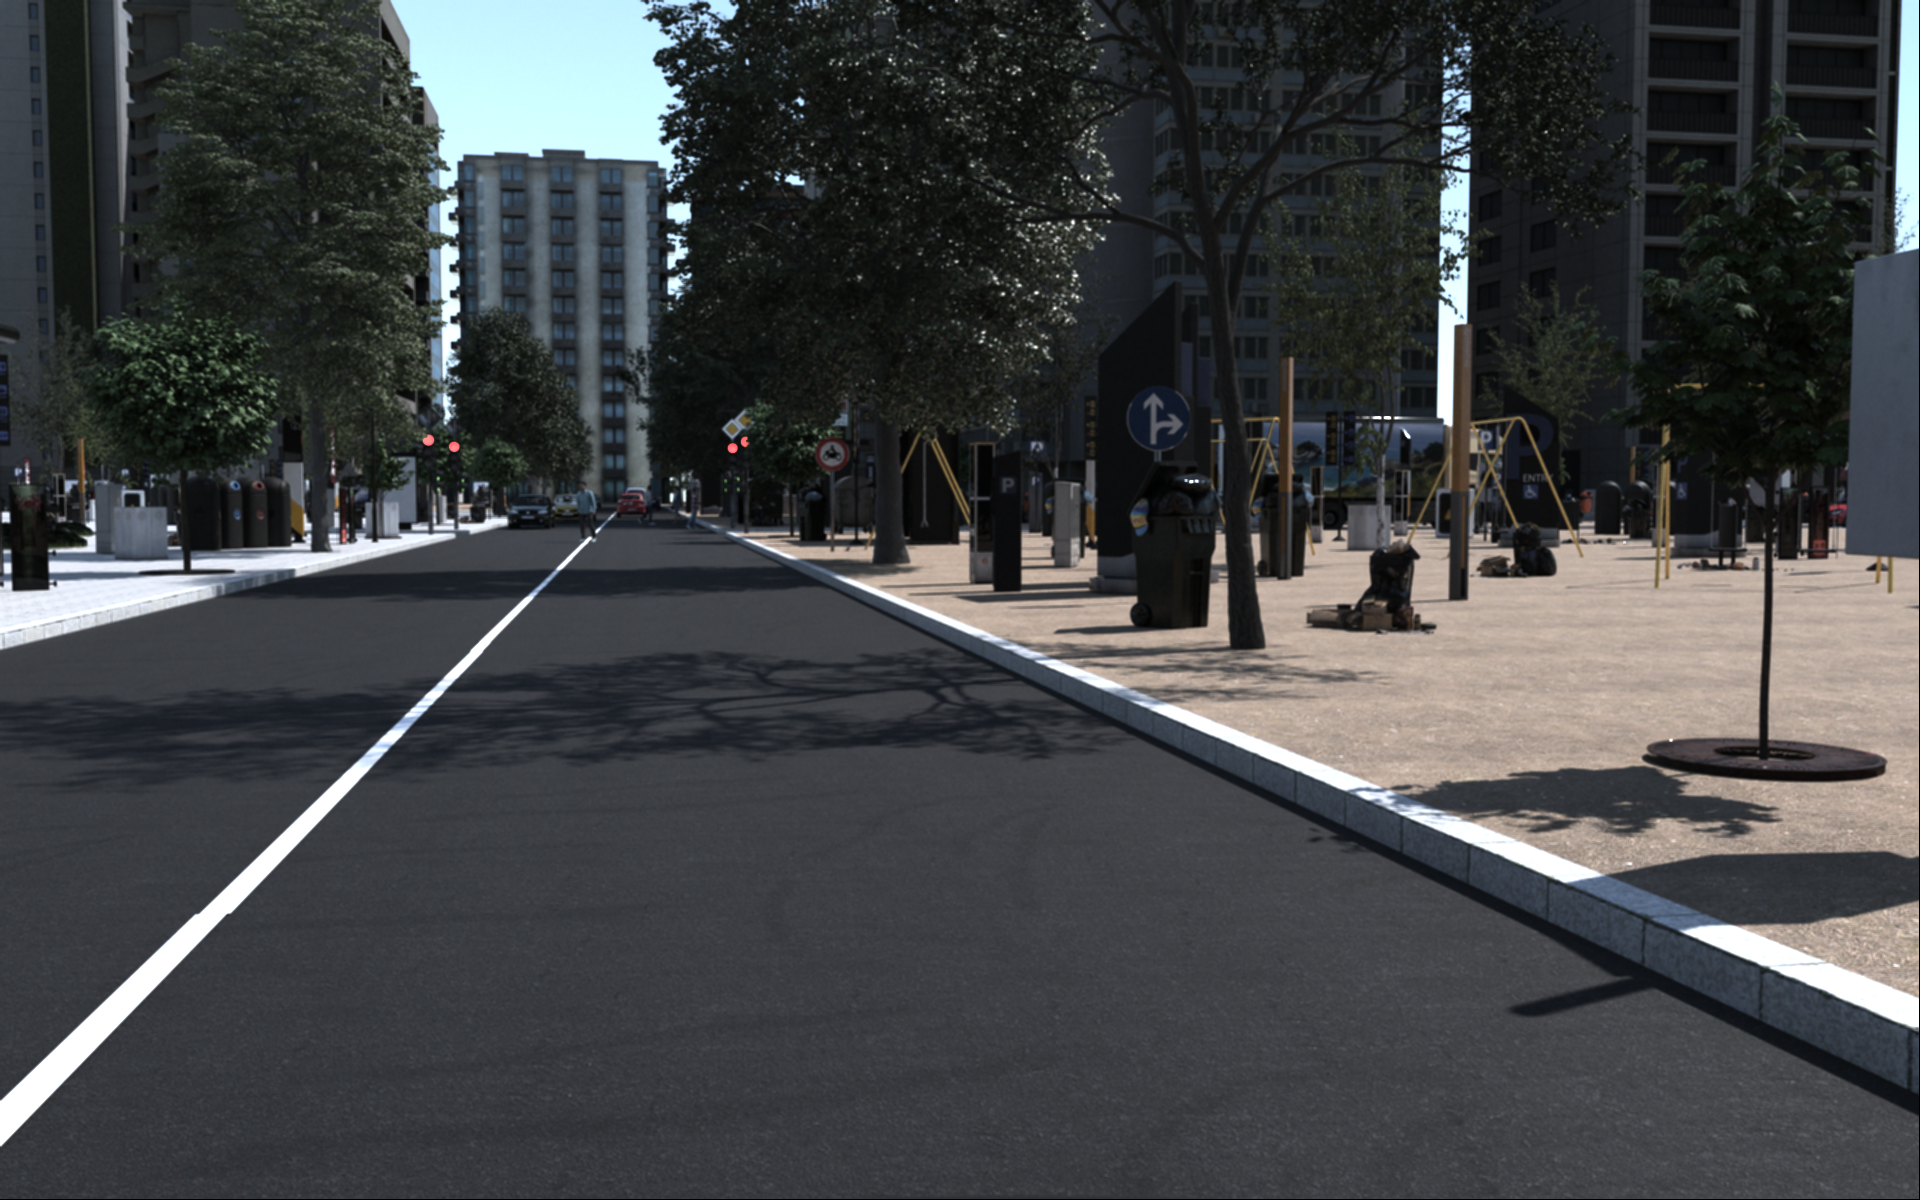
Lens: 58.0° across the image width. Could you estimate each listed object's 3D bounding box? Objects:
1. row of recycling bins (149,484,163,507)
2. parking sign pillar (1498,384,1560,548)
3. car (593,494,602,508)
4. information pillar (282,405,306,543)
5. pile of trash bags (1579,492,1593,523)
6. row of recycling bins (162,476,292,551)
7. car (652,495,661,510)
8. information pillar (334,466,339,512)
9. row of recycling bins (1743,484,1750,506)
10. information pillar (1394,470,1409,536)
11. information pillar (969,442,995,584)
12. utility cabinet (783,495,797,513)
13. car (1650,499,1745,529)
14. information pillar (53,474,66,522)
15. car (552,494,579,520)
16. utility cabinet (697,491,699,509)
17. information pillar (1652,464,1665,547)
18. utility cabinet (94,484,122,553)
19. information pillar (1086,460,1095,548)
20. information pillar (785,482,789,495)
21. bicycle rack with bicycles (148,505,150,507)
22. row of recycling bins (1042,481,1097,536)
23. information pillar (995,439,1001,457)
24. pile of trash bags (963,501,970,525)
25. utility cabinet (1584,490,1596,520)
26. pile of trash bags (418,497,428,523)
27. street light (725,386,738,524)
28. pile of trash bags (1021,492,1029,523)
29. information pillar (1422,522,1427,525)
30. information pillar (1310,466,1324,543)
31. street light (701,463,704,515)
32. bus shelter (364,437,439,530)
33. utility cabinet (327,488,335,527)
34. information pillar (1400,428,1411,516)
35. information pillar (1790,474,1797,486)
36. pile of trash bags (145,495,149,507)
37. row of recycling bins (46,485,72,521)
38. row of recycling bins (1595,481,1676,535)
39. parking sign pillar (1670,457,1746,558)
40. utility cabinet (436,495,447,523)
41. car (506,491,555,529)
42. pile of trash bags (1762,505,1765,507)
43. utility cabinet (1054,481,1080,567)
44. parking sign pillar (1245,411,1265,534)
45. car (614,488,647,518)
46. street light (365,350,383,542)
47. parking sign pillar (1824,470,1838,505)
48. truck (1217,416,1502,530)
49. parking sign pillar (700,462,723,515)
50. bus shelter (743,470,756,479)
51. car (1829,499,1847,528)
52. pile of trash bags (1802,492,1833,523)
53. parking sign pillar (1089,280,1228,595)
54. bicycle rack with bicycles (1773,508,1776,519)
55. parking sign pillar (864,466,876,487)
[{"bbox_3d":[-32.632,-3.973,72.064,3.534,1.692,1.069,3,5,39],"label":"row of recycling bins"},{"bbox_3d":[13.838,-3.275,42.018,1.447,3.967,1.447,1,4,14],"label":"parking sign pillar"},{"bbox_3d":[-39.035,-10.517,183.755,2.131,1.459,4.920,-1,4,-10],"label":"car"},{"bbox_3d":[-17.445,-3.302,45.350,0.504,3.616,0.183,-1,4,-9],"label":"information pillar"},{"bbox_3d":[26.560,-4.075,76.373,3.447,1.369,1.912,-2,4,-27],"label":"pile of trash bags"},{"bbox_3d":[-17.061,-2.060,40.791,1.069,1.692,3.534,1,4,13],"label":"row of recycling bins"},{"bbox_3d":[-27.377,-8.599,153.166,1.945,1.354,3.894,-1,4,-11],"label":"car"},{"bbox_3d":[-44.213,-8.041,122.829,0.183,3.616,0.504,0,4,7],"label":"information pillar"},{"bbox_3d":[33.240,-4.035,73.082,1.069,1.692,3.534,2,4,28],"label":"row of recycling bins"},{"bbox_3d":[13.525,-2.972,53.087,0.304,2.012,0.304,-3,5,-42],"label":"information pillar"},{"bbox_3d":[0.317,-1.238,24.739,0.304,2.012,0.304,-1,4,-15],"label":"information pillar"},{"bbox_3d":[-11.679,-6.576,118.676,1.020,1.237,0.306,-2,4,-24],"label":"utility cabinet"},{"bbox_3d":[28.697,-3.548,67.045,4.494,1.783,2.155,-1,4,-12],"label":"car"},{"bbox_3d":[-32.539,-3.553,62.585,0.304,2.012,0.304,3,4,36],"label":"information pillar"},{"bbox_3d":[-19.488,-4.635,86.006,2.015,1.641,3.980,-1,4,-12],"label":"car"},{"bbox_3d":[-20.389,-7.780,135.877,0.318,1.500,1.173,1,4,23],"label":"utility cabinet"},{"bbox_3d":[16.910,-2.281,41.782,0.304,2.012,0.304,0,4,4],"label":"information pillar"},{"bbox_3d":[-18.473,-1.766,37.560,0.318,1.500,1.173,-1,4,-15],"label":"utility cabinet"},{"bbox_3d":[3.140,-3.075,41.626,0.183,3.616,0.504,-1,4,-13],"label":"information pillar"},{"bbox_3d":[-12.852,-8.418,128.993,0.183,3.616,0.504,-3,5,-41],"label":"information pillar"},{"bbox_3d":[-57.408,-6.773,124.128,2.852,0.926,2.925,-3,5,-43],"label":"bicycle rack with bicycles"},{"bbox_3d":[4.100,-2.833,53.437,3.534,1.692,1.069,-2,4,-34],"label":"row of recycling bins"},{"bbox_3d":[1.537,-5.052,73.958,0.504,3.616,0.183,-1,4,-14],"label":"information pillar"},{"bbox_3d":[-1.339,-3.805,71.957,3.447,1.369,1.912,0,4,-6],"label":"pile of trash bags"},{"bbox_3d":[31.425,-4.696,85.458,1.173,1.500,0.318,2,4,35],"label":"utility cabinet"},{"bbox_3d":[-24.690,-4.129,77.267,1.912,1.369,3.447,-1,4,-15],"label":"pile of trash bags"},{"bbox_3d":[-9.634,-6.134,73.074,0.468,5.910,1.993,-1,4,-11],"label":"street light"},{"bbox_3d":[2.685,-4.050,75.963,1.912,1.369,3.447,-1,4,-10],"label":"pile of trash bags"},{"bbox_3d":[19.047,-4.864,70.889,0.183,3.616,0.504,1,4,15],"label":"information pillar"},{"bbox_3d":[9.354,-2.502,45.404,0.304,2.012,0.304,1,4,21],"label":"information pillar"},{"bbox_3d":[-15.763,-8.132,105.741,0.468,5.910,1.993,-1,4,-11],"label":"street light"},{"bbox_3d":[-20.729,-4.321,64.568,2.014,3.302,5.546,-1,4,-11],"label":"bus shelter"},{"bbox_3d":[-24.316,-3.546,66.650,0.318,1.500,1.173,-2,4,-29],"label":"utility cabinet"},{"bbox_3d":[15.642,-4.253,60.890,0.183,3.616,0.504,-2,4,-25],"label":"information pillar"},{"bbox_3d":[21.285,-2.452,44.583,0.304,2.012,0.304,-1,4,-14],"label":"information pillar"},{"bbox_3d":[-54.110,-6.422,114.758,3.447,1.369,1.912,0,4,-5],"label":"pile of trash bags"},{"bbox_3d":[-42.865,-4.542,81.380,1.069,1.692,3.534,1,4,11],"label":"row of recycling bins"},{"bbox_3d":[21.978,-2.922,54.885,3.534,1.692,1.069,2,4,28],"label":"row of recycling bins"},{"bbox_3d":[15.332,-2.870,35.393,1.447,3.967,1.447,-1,4,-13],"label":"parking sign pillar"},{"bbox_3d":[-22.936,-4.004,76.630,0.306,1.237,1.020,0,4,-7],"label":"utility cabinet"},{"bbox_3d":[-17.968,-3.847,72.683,2.009,1.686,4.222,-1,4,-9],"label":"car"},{"bbox_3d":[34.566,-4.093,76.678,1.912,1.369,3.447,3,5,40],"label":"pile of trash bags"},{"bbox_3d":[1.912,-1.342,30.624,0.318,1.500,1.173,1,4,12],"label":"utility cabinet"},{"bbox_3d":[9.305,-4.178,56.788,1.447,3.967,1.447,2,4,24],"label":"parking sign pillar"},{"bbox_3d":[-19.962,-5.887,105.284,2.155,1.783,4.494,-1,4,-11],"label":"car"},{"bbox_3d":[-15.617,-4.482,46.063,0.468,5.910,1.993,-1,4,-11],"label":"street light"},{"bbox_3d":[40.908,-5.684,81.400,1.447,3.967,1.447,1,4,20],"label":"parking sign pillar"},{"bbox_3d":[15.302,-4.613,64.332,11.283,4.237,2.839,-1,4,-11],"label":"truck"},{"bbox_3d":[-15.483,-7.308,107.965,1.447,3.967,1.447,1,4,9],"label":"parking sign pillar"},{"bbox_3d":[-13.774,-8.547,117.376,2.179,5.291,8.768,-1,4,-11],"label":"bus shelter"},{"bbox_3d":[35.839,-3.628,68.364,4.494,1.783,2.155,-1,4,-9],"label":"car"},{"bbox_3d":[37.818,-4.067,76.246,1.912,1.369,3.447,0,4,-4],"label":"pile of trash bags"},{"bbox_3d":[2.412,-2.084,22.552,1.447,3.967,1.447,-3,5,-43],"label":"parking sign pillar"},{"bbox_3d":[40.774,-4.329,84.166,2.925,0.926,2.852,-2,4,-23],"label":"bicycle rack with bicycles"},{"bbox_3d":[-6.361,-8.256,123.464,1.447,3.967,1.447,-2,4,-30],"label":"parking sign pillar"}]
